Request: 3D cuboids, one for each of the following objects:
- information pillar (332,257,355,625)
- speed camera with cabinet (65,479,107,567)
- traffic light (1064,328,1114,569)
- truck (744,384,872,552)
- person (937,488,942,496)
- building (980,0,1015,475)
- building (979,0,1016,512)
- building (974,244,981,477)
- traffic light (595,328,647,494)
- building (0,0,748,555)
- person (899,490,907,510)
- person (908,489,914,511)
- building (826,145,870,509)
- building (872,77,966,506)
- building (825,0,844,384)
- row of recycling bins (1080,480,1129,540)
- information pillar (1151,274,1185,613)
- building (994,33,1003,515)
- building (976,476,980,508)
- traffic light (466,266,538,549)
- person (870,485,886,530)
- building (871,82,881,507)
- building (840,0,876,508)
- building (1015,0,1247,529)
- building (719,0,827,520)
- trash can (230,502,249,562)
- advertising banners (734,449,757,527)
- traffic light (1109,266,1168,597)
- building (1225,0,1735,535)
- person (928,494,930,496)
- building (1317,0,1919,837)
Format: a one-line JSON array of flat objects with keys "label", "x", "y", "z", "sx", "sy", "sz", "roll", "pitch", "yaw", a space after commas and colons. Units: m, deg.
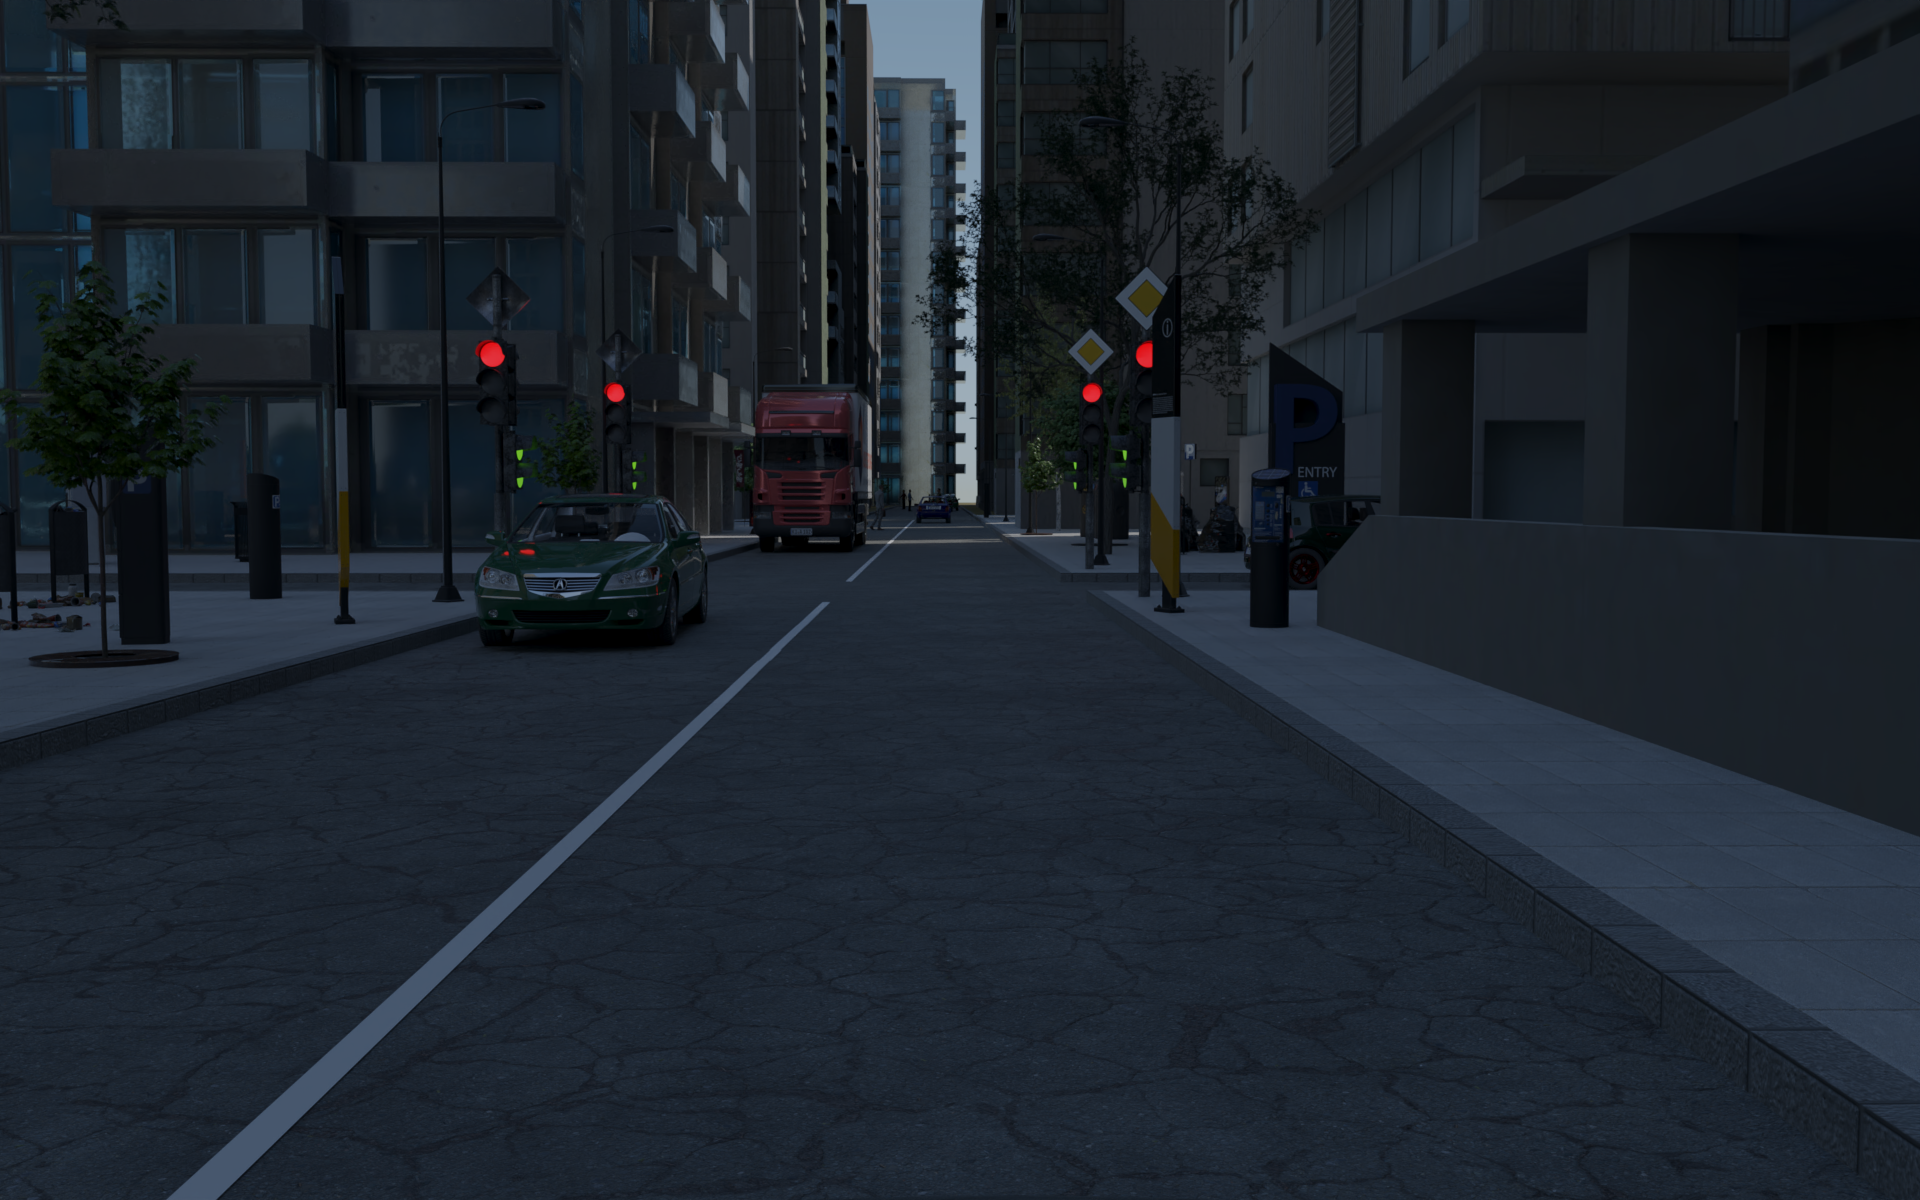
[{"label": "information pillar", "x": -6.078, "y": -1.569, "z": 17.011, "sx": 0.183, "sy": 3.616, "sz": 0.504, "roll": -1, "pitch": 4, "yaw": -22}, {"label": "speed camera with cabinet", "x": -15.728, "y": -2.251, "z": 31.139, "sx": 0.660, "sy": 3.252, "sz": 2.038, "roll": -2, "pitch": 4, "yaw": -30}, {"label": "traffic light", "x": 2.197, "y": -2.482, "z": 29.494, "sx": 0.839, "sy": 4.253, "sz": 0.868, "roll": 0, "pitch": 4, "yaw": -1}, {"label": "truck", "x": -3.835, "y": -3.518, "z": 46.429, "sx": 2.839, "sy": 4.237, "sz": 11.283, "roll": 0, "pitch": 4, "yaw": 0}, {"label": "person", "x": -1.375, "y": -6.282, "z": 111.304, "sx": 0.705, "sy": 1.812, "sz": 1.348, "roll": -1, "pitch": 4, "yaw": -8}, {"label": "building", "x": 8.824, "y": -30.486, "z": 148.563, "sx": 14.600, "sy": 45.320, "sz": 14.200, "roll": 0, "pitch": 4, "yaw": -1}, {"label": "building", "x": 11.963, "y": -42.288, "z": 129.653, "sx": 20.563, "sy": 71.187, "sz": 20.611, "roll": 0, "pitch": 4, "yaw": -1}, {"label": "building", "x": 8.816, "y": -25.935, "z": 195.740, "sx": 14.107, "sy": 30.474, "sz": 14.160, "roll": 0, "pitch": 4, "yaw": -1}, {"label": "traffic light", "x": -5.763, "y": -2.475, "z": 29.394, "sx": 0.839, "sy": 4.253, "sz": 0.868, "roll": 0, "pitch": 4, "yaw": -1}, {"label": "building", "x": -18.044, "y": -26.254, "z": 48.856, "sx": 23.786, "sy": 49.044, "sz": 30.456, "roll": 0, "pitch": 4, "yaw": -1}, {"label": "person", "x": -5.193, "y": -9.213, "z": 159.091, "sx": 0.705, "sy": 1.831, "sz": 1.348, "roll": -2, "pitch": 4, "yaw": -34}, {"label": "person", "x": -4.147, "y": -8.305, "z": 144.269, "sx": 0.705, "sy": 1.826, "sz": 1.348, "roll": 1, "pitch": 4, "yaw": 14}, {"label": "building", "x": -14.824, "y": -22.713, "z": 143.051, "sx": 14.160, "sy": 30.474, "sz": 14.107, "roll": 0, "pitch": 4, "yaw": -1}, {"label": "building", "x": -14.607, "y": -35.436, "z": 198.992, "sx": 30.456, "sy": 49.044, "sz": 23.786, "roll": 0, "pitch": 4, "yaw": -1}, {"label": "building", "x": -18.065, "y": -49.261, "z": 118.086, "sx": 22.319, "sy": 86.520, "sz": 31.000, "roll": 0, "pitch": 4, "yaw": -1}, {"label": "row of recycling bins", "x": 4.226, "y": -2.645, "z": 50.364, "sx": 1.069, "sy": 1.692, "sz": 3.534, "roll": 0, "pitch": 4, "yaw": -6}, {"label": "information pillar", "x": 2.236, "y": -1.677, "z": 18.768, "sx": 0.183, "sy": 3.616, "sz": 0.504, "roll": -2, "pitch": 4, "yaw": -24}, {"label": "building", "x": 9.176, "y": -20.852, "z": 112.625, "sx": 14.160, "sy": 30.474, "sz": 14.107, "roll": 0, "pitch": 4, "yaw": -1}, {"label": "building", "x": 17.784, "y": -29.132, "z": 168.191, "sx": 32.217, "sy": 40.220, "sz": 23.993, "roll": 0, "pitch": 4, "yaw": -1}, {"label": "traffic light", "x": -5.679, "y": -1.987, "z": 21.409, "sx": 0.839, "sy": 4.253, "sz": 0.868, "roll": 0, "pitch": 4, "yaw": -1}, {"label": "person", "x": -3.177, "y": -3.679, "z": 68.780, "sx": 0.853, "sy": 1.813, "sz": 0.709, "roll": -3, "pitch": 5, "yaw": -39}, {"label": "building", "x": -14.961, "y": -29.912, "z": 172.650, "sx": 14.086, "sy": 41.232, "sz": 14.154, "roll": 0, "pitch": 4, "yaw": -1}, {"label": "building", "x": -14.979, "y": -31.001, "z": 156.978, "sx": 14.600, "sy": 45.320, "sz": 14.200, "roll": 0, "pitch": 4, "yaw": -1}, {"label": "building", "x": 9.165, "y": -18.208, "z": 69.409, "sx": 14.160, "sy": 30.474, "sz": 14.107, "roll": 0, "pitch": 4, "yaw": -1}, {"label": "building", "x": -14.488, "y": -24.948, "z": 91.492, "sx": 14.154, "sy": 41.232, "sz": 14.086, "roll": 0, "pitch": 4, "yaw": -1}, {"label": "trash can", "x": -13.410, "y": -1.293, "z": 32.788, "sx": 0.748, "sy": 1.137, "sz": 0.748, "roll": 0, "pitch": 3, "yaw": 0}, {"label": "advertising banners", "x": -8.103, "y": -4.415, "z": 68.378, "sx": 2.074, "sy": 3.025, "sz": 0.090, "roll": -3, "pitch": 5, "yaw": -44}, {"label": "traffic light", "x": 2.282, "y": -1.993, "z": 21.509, "sx": 0.839, "sy": 4.253, "sz": 0.868, "roll": 0, "pitch": 4, "yaw": -1}, {"label": "building", "x": 21.514, "y": -27.649, "z": 41.298, "sx": 27.495, "sy": 52.752, "sz": 28.713, "roll": 0, "pitch": 4, "yaw": -1}, {"label": "person", "x": -2.824, "y": -9.007, "z": 159.025, "sx": 0.557, "sy": 1.426, "sz": 1.065, "roll": 0, "pitch": 4, "yaw": -2}, {"label": "building", "x": 19.659, "y": -19.390, "z": 8.903, "sx": 32.217, "sy": 40.220, "sz": 23.993, "roll": 0, "pitch": 4, "yaw": -1}]
